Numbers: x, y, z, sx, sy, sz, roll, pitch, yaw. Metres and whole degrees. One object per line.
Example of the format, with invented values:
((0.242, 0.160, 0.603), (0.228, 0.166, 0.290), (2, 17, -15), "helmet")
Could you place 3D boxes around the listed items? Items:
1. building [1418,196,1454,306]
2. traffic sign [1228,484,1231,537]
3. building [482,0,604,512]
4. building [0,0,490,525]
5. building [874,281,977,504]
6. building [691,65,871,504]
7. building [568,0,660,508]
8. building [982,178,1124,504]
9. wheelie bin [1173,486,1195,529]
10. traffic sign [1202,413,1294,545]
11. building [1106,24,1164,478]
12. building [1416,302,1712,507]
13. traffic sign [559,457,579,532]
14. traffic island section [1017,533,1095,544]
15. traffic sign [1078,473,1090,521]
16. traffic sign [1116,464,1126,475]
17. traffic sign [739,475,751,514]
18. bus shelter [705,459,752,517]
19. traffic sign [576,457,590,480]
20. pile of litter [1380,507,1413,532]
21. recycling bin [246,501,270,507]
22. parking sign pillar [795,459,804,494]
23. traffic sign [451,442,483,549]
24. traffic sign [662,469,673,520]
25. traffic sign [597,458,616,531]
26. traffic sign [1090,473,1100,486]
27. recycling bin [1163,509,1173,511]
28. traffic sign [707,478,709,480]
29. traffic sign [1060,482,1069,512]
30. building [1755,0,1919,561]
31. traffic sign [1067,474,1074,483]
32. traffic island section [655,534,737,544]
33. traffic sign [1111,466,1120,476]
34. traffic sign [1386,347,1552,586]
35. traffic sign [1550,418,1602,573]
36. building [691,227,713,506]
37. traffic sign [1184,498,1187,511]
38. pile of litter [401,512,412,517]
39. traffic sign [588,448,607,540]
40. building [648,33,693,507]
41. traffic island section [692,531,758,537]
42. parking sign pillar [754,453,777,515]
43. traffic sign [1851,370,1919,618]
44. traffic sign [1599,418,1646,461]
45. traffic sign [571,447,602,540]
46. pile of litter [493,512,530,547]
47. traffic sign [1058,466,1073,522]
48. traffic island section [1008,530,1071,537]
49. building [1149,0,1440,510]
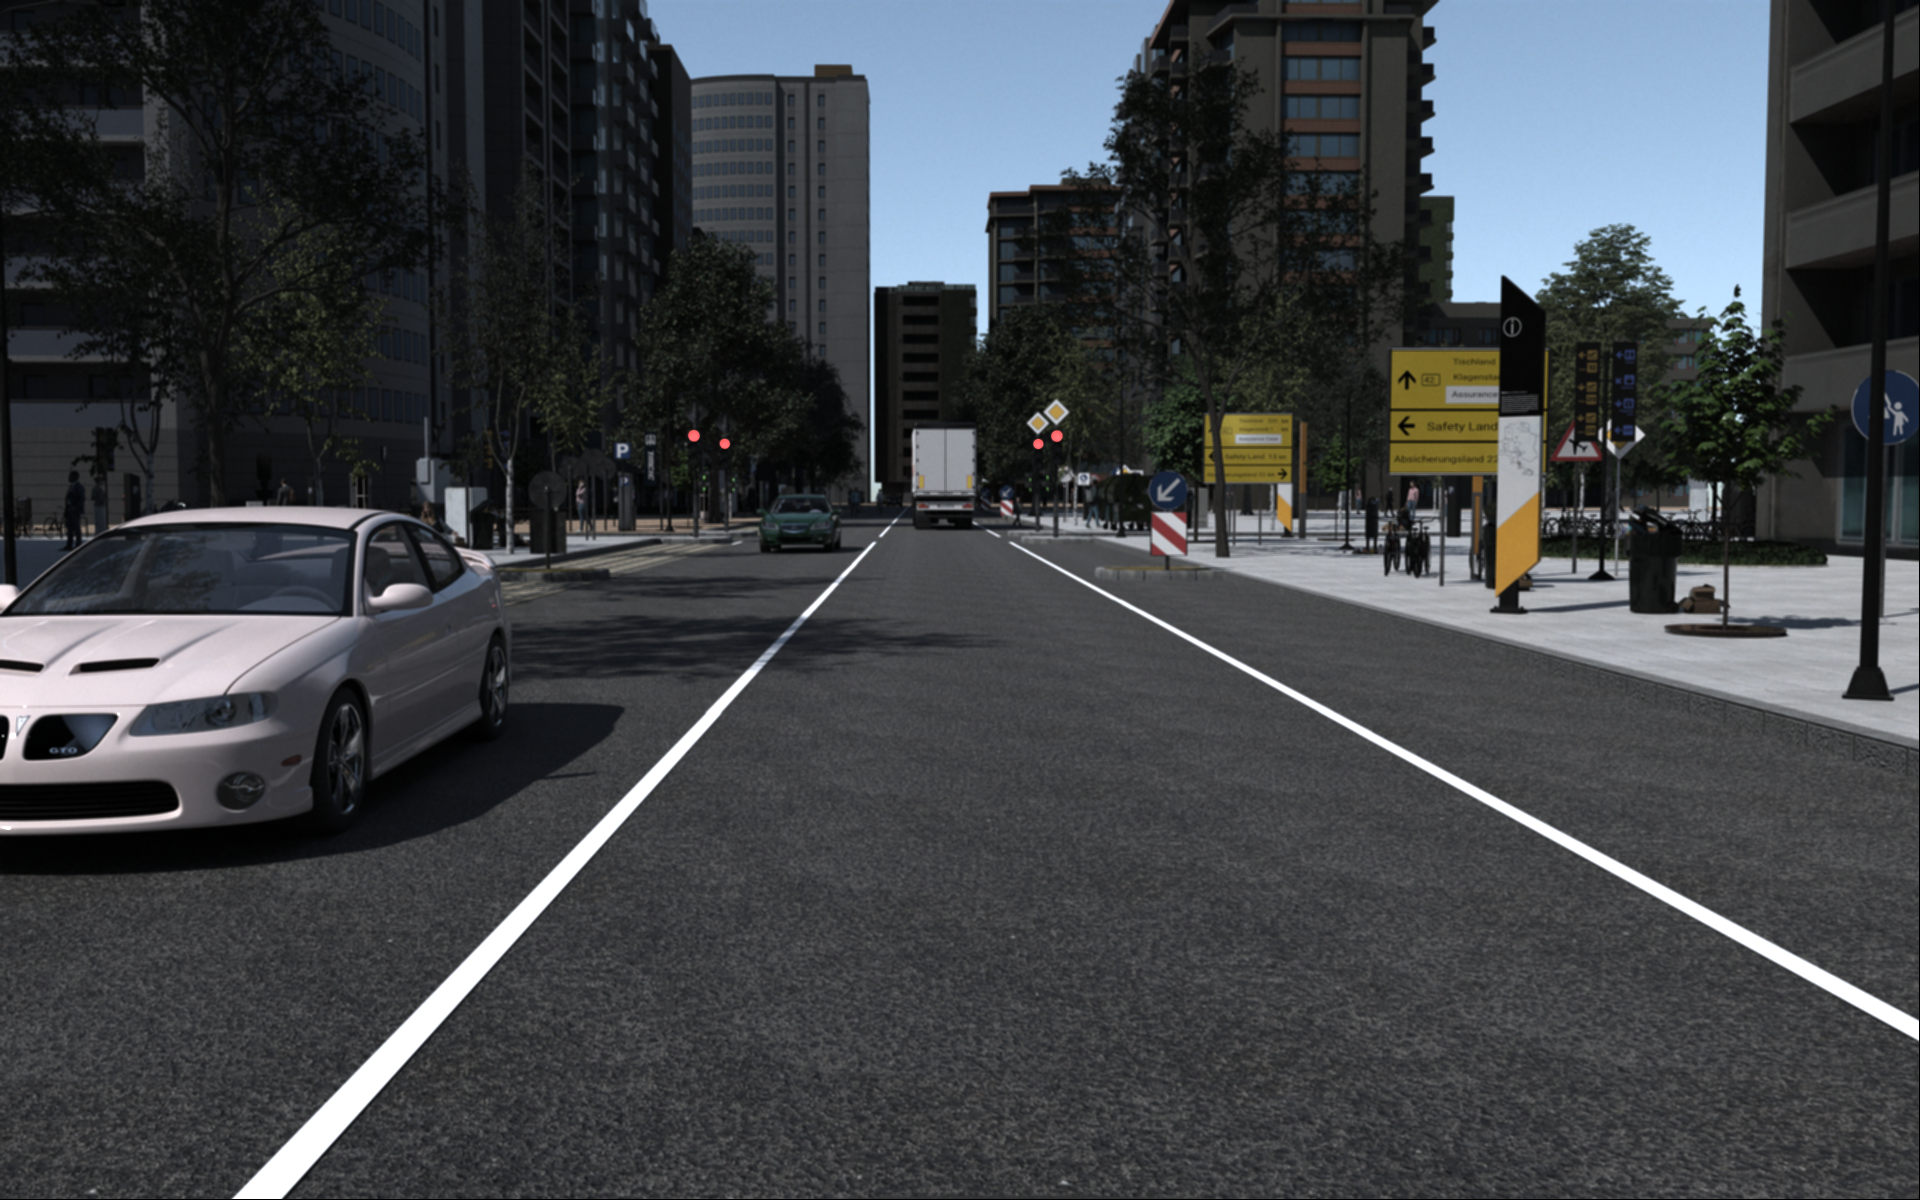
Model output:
((59.072, -34.008, 239.630), (14.086, 41.232, 14.154), (0, 4, -1), "building")
((8.004, -3.137, 51.398), (0.768, 2.556, 0.104), (0, 4, 6), "traffic sign")
((-35.446, -41.523, 117.161), (20.563, 71.187, 20.611), (0, 4, -1), "building")
((-37.330, -33.164, 84.231), (21.231, 58.520, 28.212), (0, 4, -1), "building")
((-4.806, -28.556, 238.584), (14.107, 30.474, 14.160), (0, 4, -1), "building")
((-26.639, -42.755, 241.040), (28.212, 58.520, 21.231), (0, 4, -1), "building")
((-38.063, -32.307, 147.824), (23.786, 49.044, 30.456), (0, 4, -1), "building")
((16.586, -35.959, 242.551), (28.867, 44.769, 22.147), (0, 4, -1), "building")
((8.276, -3.439, 64.133), (0.980, 1.594, 0.693), (-3, 5, -42), "wheelie bin")
((7.199, -3.025, 43.334), (2.265, 3.308, 0.079), (0, 4, 2), "traffic sign")
((28.081, -34.344, 181.132), (23.786, 49.044, 30.456), (0, 4, -1), "building")
((59.068, -20.711, 183.663), (28.899, 21.520, 27.650), (0, 4, -1), "building")
((-13.292, -3.606, 59.067), (0.768, 2.556, 0.104), (0, 4, 7), "traffic sign")
((2.856, -1.768, 51.190), (2.009, 0.180, 2.903), (0, 4, -1), "traffic island section")
((5.974, -4.992, 83.749), (0.606, 2.300, 0.079), (0, 4, -1), "traffic sign")
((7.295, -4.699, 76.567), (0.795, 2.593, 0.064), (0, 4, 7), "traffic sign")
((-14.070, -6.930, 113.407), (0.768, 2.556, 0.104), (0, 4, 2), "traffic sign")
((-13.167, -6.417, 98.838), (2.014, 3.302, 5.546), (0, 4, -1), "bus shelter")
((-12.995, -3.628, 59.430), (0.768, 2.556, 0.104), (0, 4, 7), "traffic sign")
((15.041, -2.803, 59.801), (1.176, 0.858, 1.719), (3, 5, 41), "pile of litter")
((-24.262, -2.897, 59.913), (0.722, 1.027, 0.722), (-1, 4, -17), "recycling bin")
((-12.335, -8.834, 132.902), (1.447, 3.967, 1.447), (0, 4, 6), "parking sign pillar")
((-11.550, -2.476, 40.597), (0.768, 2.556, 0.104), (0, 4, 2), "traffic sign")
((-14.238, -5.158, 84.446), (0.768, 2.556, 0.104), (0, 4, 5), "traffic sign")
((-12.430, -3.705, 60.677), (0.768, 2.556, 0.104), (0, 4, 1), "traffic sign")
((8.260, -6.558, 107.323), (0.768, 2.556, 0.104), (0, 4, 2), "traffic sign")
((9.048, -3.765, 74.108), (0.722, 1.027, 0.722), (-1, 4, -9), "recycling bin")
((-14.702, -6.037, 98.816), (0.768, 2.556, 0.104), (0, 4, -1), "traffic sign")
((7.561, -7.720, 126.322), (0.768, 2.556, 0.104), (0, 4, 4), "traffic sign")
((28.119, -24.595, 25.825), (21.300, 48.544, 21.600), (0, 4, -1), "building")
((4.966, -4.897, 79.802), (0.795, 2.593, 0.064), (0, 3, 0), "traffic sign")
((-7.783, -1.754, 50.951), (2.009, 0.180, 2.903), (0, 4, -1), "traffic island section")
((7.177, -4.754, 77.827), (0.768, 2.556, 0.104), (0, 4, 1), "traffic sign")
((7.038, -1.845, 24.036), (2.265, 3.308, 0.079), (0, 4, 0), "traffic sign")
((9.955, -1.712, 27.998), (0.884, 2.594, 0.081), (0, 4, 2), "traffic sign")
((-34.211, -25.507, 188.742), (14.107, 30.474, 14.160), (0, 4, -1), "building")
((6.607, -3.103, 50.740), (0.884, 2.594, 0.081), (0, 4, -1), "traffic sign")
((-13.706, -1.712, 41.957), (1.176, 0.858, 1.719), (2, 4, 35), "pile of litter")
((-10.217, -2.947, 48.287), (0.768, 2.556, 0.104), (0, 4, 1), "traffic sign")
((-34.088, -31.817, 170.320), (14.600, 45.320, 14.200), (0, 4, -1), "building")
((-7.967, -2.242, 58.934), (2.009, 0.180, 2.903), (0, 4, -1), "traffic island section")
((-11.844, -7.157, 105.485), (1.447, 3.967, 1.447), (-2, 4, -34), "parking sign pillar")
((9.530, -1.087, 17.880), (0.768, 2.556, 0.104), (0, 4, -1), "traffic sign")
((10.240, -1.660, 26.879), (0.795, 2.593, 0.064), (0, 4, 4), "traffic sign")
((-10.306, -2.923, 47.793), (0.884, 2.594, 0.081), (0, 4, 5), "traffic sign")
((-10.880, -1.740, 42.414), (1.176, 0.858, 1.719), (-1, 4, -13), "pile of litter")
((4.745, -4.794, 78.487), (0.768, 2.556, 0.104), (0, 4, 4), "traffic sign")
((2.672, -2.256, 59.173), (2.009, 0.180, 2.903), (0, 4, -1), "traffic island section")
((28.280, -30.399, 151.653), (22.147, 44.769, 28.867), (0, 4, -1), "building")
